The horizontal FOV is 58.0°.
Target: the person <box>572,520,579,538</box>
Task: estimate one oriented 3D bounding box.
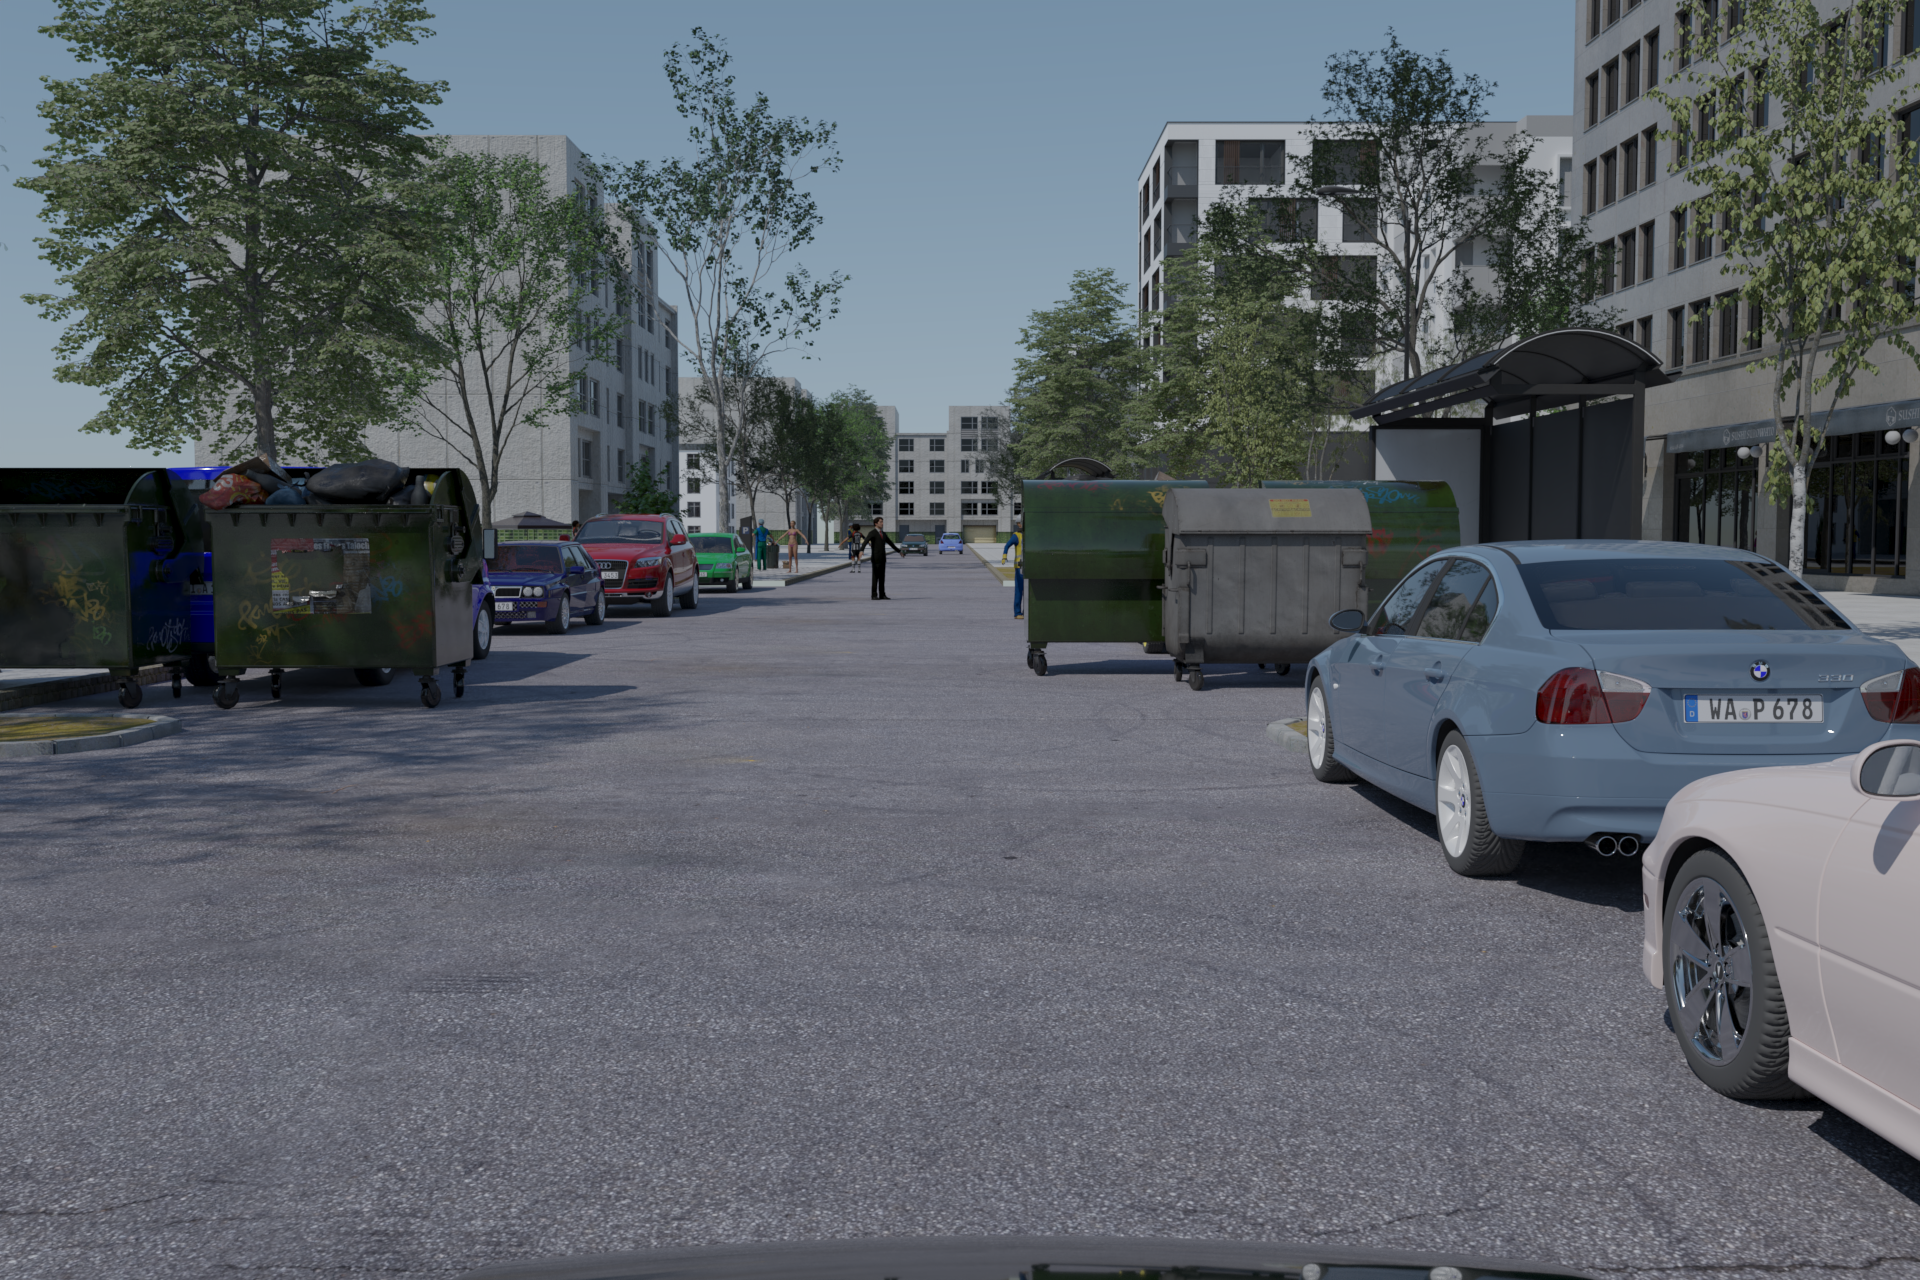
[{"bbox_3d":[-14.977,-3.767,67.737,0.704,1.843,1.345,-1,4,-18],"label":"person"}]

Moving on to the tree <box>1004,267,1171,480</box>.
[{"bbox_3d":[5.441,-9.535,74.019,7.486,12.596,7.792,0,3,0],"label":"tree"}]

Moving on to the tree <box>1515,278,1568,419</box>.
[{"bbox_3d":[23.111,-8.478,64.373,9.928,11.665,9.643,0,3,0],"label":"tree"}]

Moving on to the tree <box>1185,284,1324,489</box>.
[{"bbox_3d":[8.439,-6.132,50.617,4.737,8.622,4.395,0,3,0],"label":"tree"}]

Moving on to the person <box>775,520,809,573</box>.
[{"bbox_3d":[-5.544,-3.082,57.189,1.217,1.733,0.721,1,4,20],"label":"person"}]

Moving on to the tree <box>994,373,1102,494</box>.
[{"bbox_3d":[5.429,-9.941,96.955,7.601,10.594,8.767,-1,4,-17],"label":"tree"}]

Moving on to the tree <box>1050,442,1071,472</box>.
[{"bbox_3d":[5.577,-9.849,111.393,4.360,8.622,3.978,0,3,0],"label":"tree"}]

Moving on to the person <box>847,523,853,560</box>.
[{"bbox_3d":[-5.427,-4.939,86.717,0.705,1.833,1.349,0,4,6],"label":"person"}]

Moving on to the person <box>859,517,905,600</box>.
[{"bbox_3d":[-1.746,-1.774,37.642,0.705,1.806,1.347,3,5,42],"label":"person"}]

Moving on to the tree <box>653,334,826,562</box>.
[{"bbox_3d":[-9.685,-8.942,80.620,7.601,10.594,8.767,3,5,40],"label":"tree"}]

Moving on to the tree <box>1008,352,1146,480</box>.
[{"bbox_3d":[5.901,-9.334,87.022,7.601,10.594,8.767,0,4,-1],"label":"tree"}]

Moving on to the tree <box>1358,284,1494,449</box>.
[{"bbox_3d":[14.232,-6.100,50.094,4.360,8.622,3.978,0,3,0],"label":"tree"}]

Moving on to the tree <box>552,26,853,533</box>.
[{"bbox_3d":[-10.342,-12.955,67.697,12.611,20.169,13.585,0,3,0],"label":"tree"}]

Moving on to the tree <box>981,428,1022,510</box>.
[{"bbox_3d":[5.498,-12.673,141.612,7.601,10.594,8.767,1,4,18],"label":"tree"}]

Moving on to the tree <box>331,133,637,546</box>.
[{"bbox_3d":[-12.240,-7.278,44.751,9.928,11.665,9.643,0,3,0],"label":"tree"}]

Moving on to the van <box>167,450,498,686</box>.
[{"bbox_3d":[-6.353,-0.834,18.027,2.240,2.365,5.245,0,3,0],"label":"van"}]

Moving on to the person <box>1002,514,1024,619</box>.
[{"bbox_3d":[1.125,-1.240,29.202,1.216,1.772,0.721,-3,5,-44],"label":"person"}]

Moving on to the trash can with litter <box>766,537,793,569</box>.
[{"bbox_3d":[-6.700,-3.226,64.135,1.055,1.170,0.624,0,4,0],"label":"trash can with litter"}]

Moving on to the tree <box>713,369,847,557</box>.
[{"bbox_3d":[-9.795,-9.965,97.340,7.601,10.594,8.767,1,4,16],"label":"tree"}]

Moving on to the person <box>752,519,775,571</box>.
[{"bbox_3d":[-6.969,-3.329,60.561,1.347,1.817,0.704,-3,5,-42],"label":"person"}]

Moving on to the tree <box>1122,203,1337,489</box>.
[{"bbox_3d":[9.504,-8.681,60.061,7.486,12.596,7.792,0,3,0],"label":"tree"}]

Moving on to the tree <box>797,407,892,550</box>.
[{"bbox_3d":[-9.305,-12.937,137.271,9.928,11.665,9.643,0,3,0],"label":"tree"}]

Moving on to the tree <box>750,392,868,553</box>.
[{"bbox_3d":[-10.094,-11.007,114.381,8.767,10.594,7.601,0,4,4],"label":"tree"}]

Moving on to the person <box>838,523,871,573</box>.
[{"bbox_3d":[-3.858,-3.393,64.078,1.345,1.843,0.704,-2,4,-27],"label":"person"}]

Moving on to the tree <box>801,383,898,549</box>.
[{"bbox_3d":[-9.875,-14.765,148.070,9.857,13.997,8.962,0,3,0],"label":"tree"}]

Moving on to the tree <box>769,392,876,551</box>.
[{"bbox_3d":[-9.976,-12.354,127.738,9.928,11.665,9.643,0,3,0],"label":"tree"}]

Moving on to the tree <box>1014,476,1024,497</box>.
[{"bbox_3d":[6.301,-10.247,117.893,4.360,8.622,3.978,0,3,0],"label":"tree"}]

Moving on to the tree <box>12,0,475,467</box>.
[{"bbox_3d":[-12.030,-6.802,29.345,7.486,12.596,7.792,0,3,0],"label":"tree"}]

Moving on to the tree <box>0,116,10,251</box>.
[{"bbox_3d":[-12.651,-4.200,19.025,4.360,8.622,3.978,0,3,0],"label":"tree"}]

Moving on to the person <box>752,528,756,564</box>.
[{"bbox_3d":[-8.419,-3.833,68.937,0.705,1.796,1.348,3,5,42],"label":"person"}]

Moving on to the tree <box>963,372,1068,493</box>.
[{"bbox_3d":[5.288,-13.245,126.926,12.009,13.543,11.850,0,3,0],"label":"tree"}]
